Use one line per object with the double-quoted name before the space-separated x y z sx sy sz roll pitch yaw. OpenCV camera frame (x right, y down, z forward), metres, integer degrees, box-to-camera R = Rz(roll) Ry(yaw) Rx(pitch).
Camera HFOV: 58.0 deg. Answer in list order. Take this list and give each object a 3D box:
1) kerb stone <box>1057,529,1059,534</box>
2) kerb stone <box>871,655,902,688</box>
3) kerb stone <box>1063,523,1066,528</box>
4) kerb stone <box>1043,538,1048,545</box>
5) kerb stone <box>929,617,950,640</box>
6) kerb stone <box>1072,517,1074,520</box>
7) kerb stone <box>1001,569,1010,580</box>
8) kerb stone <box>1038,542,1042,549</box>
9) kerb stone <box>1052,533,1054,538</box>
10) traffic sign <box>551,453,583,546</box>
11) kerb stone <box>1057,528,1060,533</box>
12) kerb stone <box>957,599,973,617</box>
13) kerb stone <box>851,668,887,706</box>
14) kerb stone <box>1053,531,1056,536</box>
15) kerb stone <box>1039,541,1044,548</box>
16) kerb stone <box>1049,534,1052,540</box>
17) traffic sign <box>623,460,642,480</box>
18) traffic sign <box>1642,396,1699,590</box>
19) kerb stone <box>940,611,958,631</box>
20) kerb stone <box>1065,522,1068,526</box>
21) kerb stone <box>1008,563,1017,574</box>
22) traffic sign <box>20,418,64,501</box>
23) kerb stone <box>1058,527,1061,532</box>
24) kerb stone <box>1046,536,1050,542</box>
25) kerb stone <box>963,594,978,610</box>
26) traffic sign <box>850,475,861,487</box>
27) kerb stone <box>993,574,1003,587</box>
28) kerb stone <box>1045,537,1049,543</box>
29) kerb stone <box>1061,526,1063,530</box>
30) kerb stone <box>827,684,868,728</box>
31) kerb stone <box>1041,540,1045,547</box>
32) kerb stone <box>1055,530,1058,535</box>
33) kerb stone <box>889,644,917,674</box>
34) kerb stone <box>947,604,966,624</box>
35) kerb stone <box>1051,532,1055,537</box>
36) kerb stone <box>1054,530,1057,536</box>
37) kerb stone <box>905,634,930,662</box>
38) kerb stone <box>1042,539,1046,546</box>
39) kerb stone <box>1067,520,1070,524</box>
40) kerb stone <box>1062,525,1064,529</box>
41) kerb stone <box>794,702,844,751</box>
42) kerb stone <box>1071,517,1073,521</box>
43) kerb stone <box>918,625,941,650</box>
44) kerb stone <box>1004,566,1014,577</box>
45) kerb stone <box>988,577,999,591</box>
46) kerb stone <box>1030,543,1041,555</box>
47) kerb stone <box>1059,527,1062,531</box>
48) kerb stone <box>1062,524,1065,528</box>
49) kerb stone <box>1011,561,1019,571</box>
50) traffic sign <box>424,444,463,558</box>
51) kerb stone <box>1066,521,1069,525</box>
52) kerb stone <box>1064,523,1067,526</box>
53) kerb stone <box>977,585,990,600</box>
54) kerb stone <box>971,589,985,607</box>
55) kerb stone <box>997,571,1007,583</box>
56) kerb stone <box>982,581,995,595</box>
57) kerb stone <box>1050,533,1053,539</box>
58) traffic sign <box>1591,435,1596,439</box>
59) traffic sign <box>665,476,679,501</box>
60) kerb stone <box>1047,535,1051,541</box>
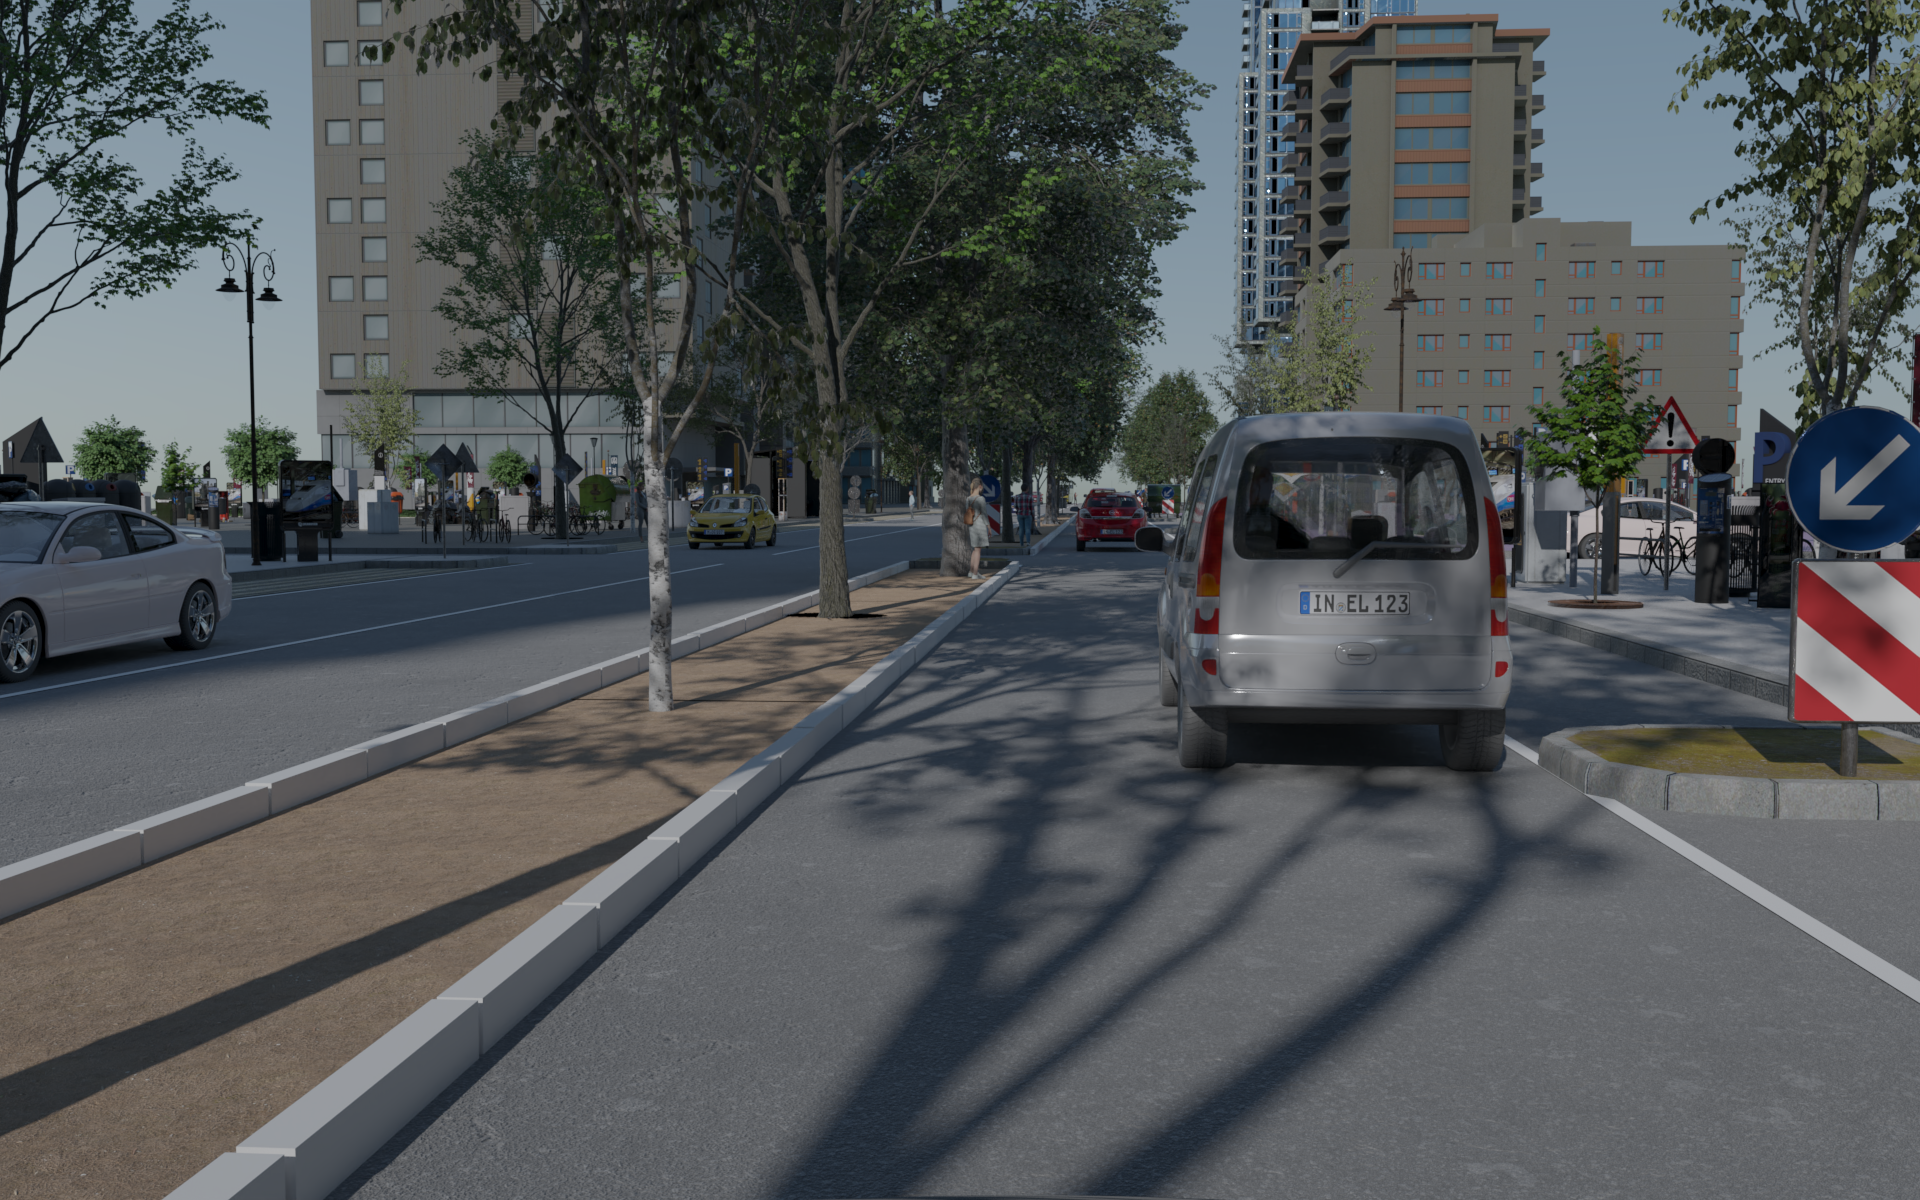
"kerb stone" 3.266 -2.290 59.647 0.120 0.150 1.000 0 4 5
"kerb stone" -0.572 0.556 13.102 0.120 0.150 1.000 0 4 5
"kerb stone" 4.101 -2.915 69.861 0.120 0.150 1.000 0 4 5
"kerb stone" 2.255 -1.541 47.398 0.120 0.150 1.000 0 4 5
"kerb stone" -0.230 0.307 17.183 0.120 0.150 1.000 0 4 5
"kerb stone" 5.539 -3.978 87.235 0.120 0.150 1.000 0 4 5
"kerb stone" 0.693 -0.379 28.462 0.120 0.150 1.000 0 4 5
"kerb stone" 1.921 -1.292 43.314 0.120 0.150 1.000 0 4 5
"kerb stone" 2.758 -1.917 53.531 0.120 0.150 1.000 0 4 5
"traffic sign" -9.612 -2.371 42.415 0.795 2.450 0.064 0 4 5
"kerb stone" 3.347 -2.353 60.666 0.120 0.150 1.000 0 4 5
"kerb stone" 0.027 0.119 20.254 0.120 0.150 1.000 0 4 5
"kerb stone" -0.649 0.619 12.083 0.120 0.150 1.000 0 4 5
"kerb stone" 2.919 -2.041 55.569 0.120 0.150 1.000 0 4 5
"kerb stone" 2.001 -1.353 44.333 0.120 0.150 1.000 0 4 5
"kerb stone" 2.595 -1.791 51.487 0.120 0.150 1.000 0 4 5
"traffic sign" -12.077 -3.899 63.859 0.768 2.556 0.104 1 4 11
"traffic sign" 9.423 -1.409 23.037 0.884 2.594 0.081 1 4 9
"kerb stone" -0.151 0.249 18.210 0.120 0.150 1.000 0 4 5
"kerb stone" 4.354 -3.103 72.934 0.120 0.150 1.000 0 4 5
"kerb stone" 0.869 -0.508 30.505 0.120 0.150 1.000 0 4 5
"traffic sign" -15.640 -1.804 29.497 0.884 2.594 0.081 1 4 14
"kerb stone" 3.424 -2.413 61.698 0.120 0.150 1.000 0 4 5
"kerb stone" 2.427 -1.667 49.449 0.120 0.150 1.000 0 4 5
"kerb stone" 0.100 0.056 21.277 0.120 0.150 1.000 0 4 5
"traffic sign" -7.079 -7.185 117.579 0.768 2.556 0.104 0 4 7
"kerb stone" 0.524 -0.254 26.411 0.120 0.150 1.000 0 4 5
"kerb stone" 2.345 -1.604 48.426 0.120 0.150 1.000 0 4 5
"kerb stone" 3.693 -2.603 64.754 0.120 0.150 1.000 0 4 5
"kerb stone" -0.732 0.681 11.064 0.120 0.150 1.000 0 4 5
"kerb stone" 2.083 -1.416 45.351 0.120 0.150 1.000 0 4 5
"kerb stone" 3.090 -2.166 57.611 0.120 0.150 1.000 0 4 5
"kerb stone" -0.487 0.495 14.121 0.120 0.150 1.000 0 4 5
"kerb stone" -0.066 0.181 19.236 0.120 0.150 1.000 0 4 5
"kerb stone" 2.843 -1.974 54.550 0.120 0.150 1.000 0 4 5
"kerb stone" 3.006 -2.104 56.593 0.120 0.150 1.000 0 4 5
"kerb stone" -0.392 0.434 15.144 0.120 0.150 1.000 0 4 5
"kerb stone" 2.169 -1.479 46.379 0.120 0.150 1.000 0 4 5
"kerb stone" 4.691 -3.353 77.020 0.120 0.150 1.000 0 4 5
"kerb stone" 3.851 -2.727 66.792 0.120 0.150 1.000 0 4 5
"kerb stone" -0.820 0.743 10.045 0.120 0.150 1.000 0 4 5
"kerb stone" 5.438 -3.915 86.213 0.120 0.150 1.000 0 4 5
"kerb stone" -0.312 0.371 16.164 0.120 0.150 1.000 0 4 5
"kerb stone" 0.784 -0.445 29.486 0.120 0.150 1.000 0 4 5
"kerb stone" 0.448 -0.195 25.391 0.120 0.150 1.000 0 4 5
"kerb stone" 1.834 -1.229 42.296 0.120 0.150 1.000 0 4 5
"kerb stone" 3.517 -2.478 62.718 0.120 0.150 1.000 0 4 5
"kerb stone" 3.927 -2.791 67.824 0.120 0.150 1.000 0 4 5
"kerb stone" 0.953 -0.571 31.524 0.120 0.150 1.000 0 4 5
"traffic sign" -10.266 -1.885 34.457 0.795 2.450 0.064 0 4 5
"kerb stone" 4.526 -3.226 74.979 0.120 0.150 1.000 0 4 5
"kerb stone" 4.188 -2.976 70.879 0.120 0.150 1.000 0 4 5
"kerb stone" 0.275 -0.070 23.344 0.120 0.150 1.000 0 4 5
"kerb stone" 0.198 -0.007 22.310 0.120 0.150 1.000 0 4 5
"kerb stone" 0.611 -0.321 27.436 0.120 0.150 1.000 0 4 5
"kerb stone" 0.360 -0.133 24.373 0.120 0.150 1.000 0 4 5
"kerb stone" 2.679 -1.854 52.511 0.120 0.150 1.000 0 4 5
"traffic sign" 9.754 -1.470 26.158 0.606 2.300 0.079 1 4 11
"traffic sign" -11.602 -4.258 69.718 0.768 2.556 0.104 1 4 13
"kerb stone" 2.507 -1.729 50.467 0.120 0.150 1.000 0 4 5
